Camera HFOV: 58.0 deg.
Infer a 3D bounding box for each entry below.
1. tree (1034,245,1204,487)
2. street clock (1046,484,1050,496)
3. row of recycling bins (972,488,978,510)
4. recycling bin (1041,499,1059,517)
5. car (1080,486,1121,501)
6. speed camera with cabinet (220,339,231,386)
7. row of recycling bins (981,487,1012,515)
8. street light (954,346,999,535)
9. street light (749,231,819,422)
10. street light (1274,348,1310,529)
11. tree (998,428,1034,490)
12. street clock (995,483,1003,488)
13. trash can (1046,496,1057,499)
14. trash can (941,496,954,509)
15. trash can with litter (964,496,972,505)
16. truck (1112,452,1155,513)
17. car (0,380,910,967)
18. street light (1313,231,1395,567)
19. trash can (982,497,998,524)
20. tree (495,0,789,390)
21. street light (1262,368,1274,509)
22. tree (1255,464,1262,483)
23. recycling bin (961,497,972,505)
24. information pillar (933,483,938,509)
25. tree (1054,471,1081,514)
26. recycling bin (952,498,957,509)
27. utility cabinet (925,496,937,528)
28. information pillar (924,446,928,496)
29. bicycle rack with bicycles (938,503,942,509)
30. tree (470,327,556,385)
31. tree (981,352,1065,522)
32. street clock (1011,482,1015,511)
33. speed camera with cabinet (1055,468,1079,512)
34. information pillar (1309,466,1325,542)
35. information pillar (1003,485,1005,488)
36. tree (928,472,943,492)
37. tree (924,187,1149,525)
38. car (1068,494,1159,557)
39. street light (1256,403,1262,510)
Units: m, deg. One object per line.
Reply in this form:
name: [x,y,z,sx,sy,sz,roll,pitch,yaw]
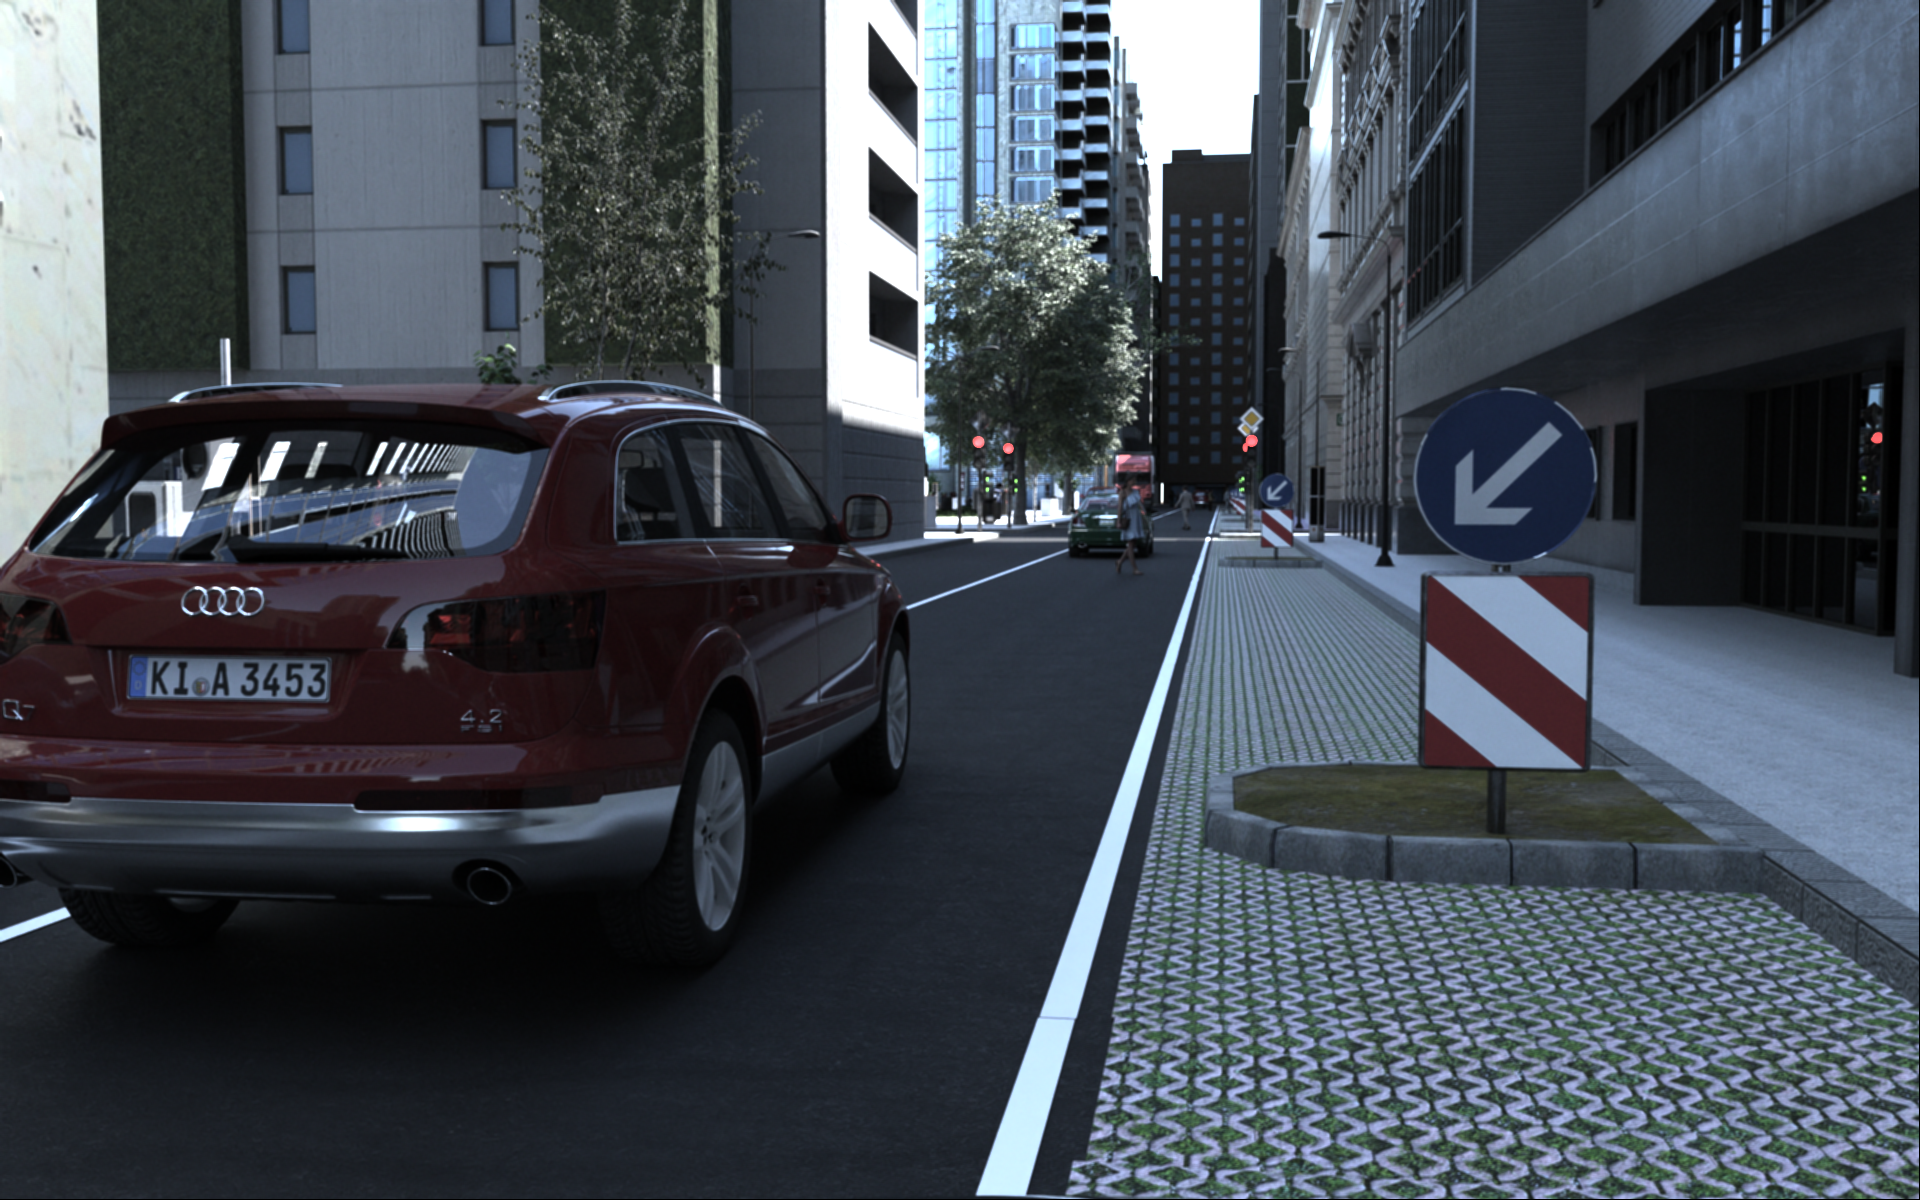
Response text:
tree: [11.639,-16.836,131.161,12.611,20.169,13.585,0,3,0]
street clock: [6.149,-7.136,121.236,0.358,2.002,0.471,1,4,9]
row of recycling bins: [1.511,-6.226,108.913,1.069,1.692,3.534,1,4,13]
recycling bin: [4.939,-5.065,95.371,0.722,1.027,0.722,3,5,43]
car: [7.207,-4.779,86.806,2.281,1.827,5.304,1,4,10]
speed camera with cabinet: [-10.020,-1.716,22.395,2.038,3.252,0.660,3,4,36]
row of recycling bins: [2.373,-6.012,105.414,1.069,1.692,3.534,1,4,16]
street light: [0.528,-5.025,54.697,1.470,5.913,1.316,1,4,9]
street light: [-3.174,-3.563,30.793,1.470,5.913,1.316,1,4,9]
street light: [10.853,-5.061,55.287,1.470,5.913,1.316,1,4,9]
tree: [4.503,-10.294,118.671,4.360,8.622,3.978,0,3,0]
street clock: [2.567,-6.689,113.933,0.471,2.002,0.358,-3,5,-41]
trash can: [6.043,-6.296,114.588,0.748,1.137,0.748,0,3,0]
trash can: [-0.761,-5.681,104.536,0.748,1.137,0.748,0,3,0]
trash can with litter: [0.870,-7.525,134.414,1.055,1.170,0.624,-1,4,-17]
truck: [11.922,-7.884,117.818,2.839,4.237,11.283,0,4,7]
car: [-1.510,0.108,6.900,2.281,1.827,5.304,0,4,8]
street light: [7.013,-3.557,30.698,1.470,5.913,1.316,1,4,9]
trash can: [1.266,-3.872,74.957,0.748,1.137,0.748,0,3,0]
tree: [-4.848,-4.576,25.183,4.360,8.622,3.978,0,3,0]
street light: [12.032,-5.600,64.104,1.470,5.913,1.316,1,4,9]
tree: [25.410,-9.594,140.568,4.285,4.588,4.351,0,3,0]
recycling bin: [0.540,-7.744,139.176,0.722,1.027,0.722,1,4,20]
information pillar: [-1.660,-6.812,115.861,0.304,2.012,0.304,0,4,7]
tree: [6.989,-7.121,111.027,1.663,3.219,1.824,0,3,0]
recycling bin: [-0.572,-6.487,118.609,0.722,1.027,0.722,0,4,-2]
utility cabinet: [-1.202,-3.320,65.445,0.306,1.237,1.020,1,4,20]
information pillar: [-1.849,-5.715,84.799,0.504,3.616,0.183,3,5,39]
bicycle rack with bicycles: [-2.302,-6.817,124.837,2.925,0.926,2.852,1,4,11]
tree: [-5.333,-1.567,20.222,1.663,3.219,1.824,0,3,0]
tree: [3.263,-7.888,79.329,4.737,8.622,4.395,0,3,0]
street clock: [2.734,-4.970,85.834,0.471,2.002,0.358,0,4,2]
speed camera with cabinet: [7.572,-7.868,122.983,0.660,3.252,2.038,3,5,43]
information pillar: [9.521,-2.549,46.176,0.304,2.012,0.304,3,5,44]
information pillar: [3.271,-7.951,134.492,0.304,2.012,0.304,3,5,45]
tree: [-2.363,-8.879,139.774,1.663,3.219,1.824,0,3,0]
tree: [2.387,-10.090,71.621,9.857,13.997,8.962,0,3,0]
car: [3.588,-1.770,40.732,2.131,1.459,4.920,1,4,8]
street light: [15.816,-7.098,88.597,1.470,5.913,1.316,1,4,9]
